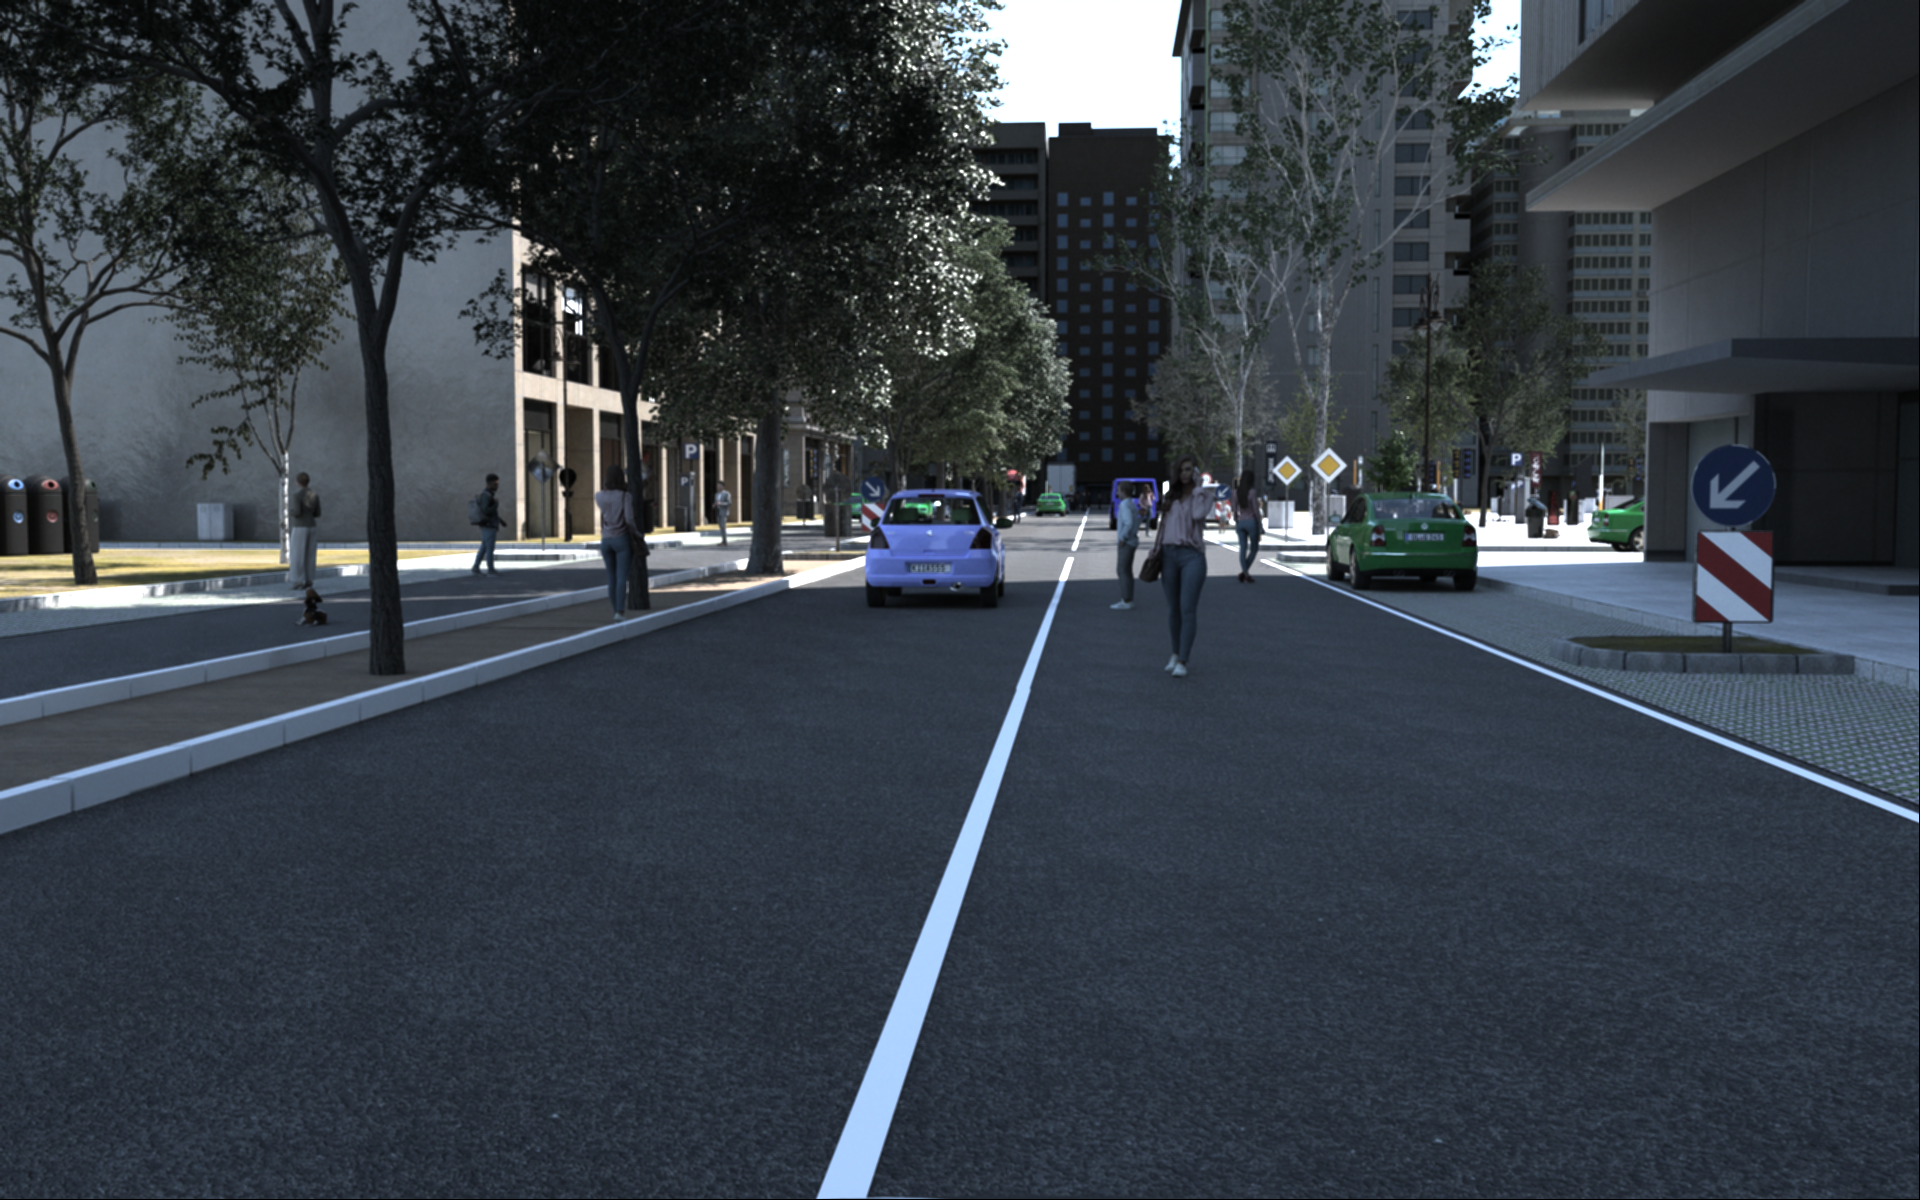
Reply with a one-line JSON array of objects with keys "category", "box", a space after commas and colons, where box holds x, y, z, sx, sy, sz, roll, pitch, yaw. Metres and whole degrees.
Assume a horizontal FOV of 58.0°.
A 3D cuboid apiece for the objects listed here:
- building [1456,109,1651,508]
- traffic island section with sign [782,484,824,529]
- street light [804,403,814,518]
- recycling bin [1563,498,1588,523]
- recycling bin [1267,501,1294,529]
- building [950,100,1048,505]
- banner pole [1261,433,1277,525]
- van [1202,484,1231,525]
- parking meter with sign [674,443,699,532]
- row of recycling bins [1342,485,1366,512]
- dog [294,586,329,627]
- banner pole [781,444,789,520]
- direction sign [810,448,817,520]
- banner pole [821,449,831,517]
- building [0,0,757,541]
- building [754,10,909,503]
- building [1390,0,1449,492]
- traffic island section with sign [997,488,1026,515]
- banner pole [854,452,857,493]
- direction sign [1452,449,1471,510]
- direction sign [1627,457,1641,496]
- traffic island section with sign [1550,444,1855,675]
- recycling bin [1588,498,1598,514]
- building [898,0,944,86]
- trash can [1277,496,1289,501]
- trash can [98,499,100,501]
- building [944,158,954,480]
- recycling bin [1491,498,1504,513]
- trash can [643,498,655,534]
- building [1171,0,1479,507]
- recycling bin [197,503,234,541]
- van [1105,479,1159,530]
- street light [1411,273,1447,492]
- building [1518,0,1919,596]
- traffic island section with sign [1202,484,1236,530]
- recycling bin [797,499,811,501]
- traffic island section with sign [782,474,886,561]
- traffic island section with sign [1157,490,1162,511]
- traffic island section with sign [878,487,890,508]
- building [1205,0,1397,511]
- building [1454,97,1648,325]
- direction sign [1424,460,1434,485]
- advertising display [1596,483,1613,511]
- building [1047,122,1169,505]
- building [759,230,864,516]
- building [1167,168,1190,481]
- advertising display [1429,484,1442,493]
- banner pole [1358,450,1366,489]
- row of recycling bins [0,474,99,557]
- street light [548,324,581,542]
[{"category": "building", "box": [63.046, -29.512, 174.410, 23.993, 40.220, 32.217, 0, 4, 4]}, {"category": "traffic island section with sign", "box": [-6.385, -3.799, 70.741, 1.989, 1.847, 2.006, 0, 4, 4]}, {"category": "street light", "box": [-7.435, -6.962, 86.610, 0.468, 5.910, 1.993, 0, 4, 4]}, {"category": "recycling bin", "box": [27.479, -3.972, 77.491, 0.722, 1.027, 0.722, 0, 4, -1]}, {"category": "recycling bin", "box": [11.795, -3.126, 63.659, 0.722, 1.027, 0.722, -3, 5, -41]}, {"category": "building", "box": [0.419, -36.243, 216.274, 21.600, 48.544, 21.300, 0, 4, 4]}, {"category": "banner pole", "box": [12.664, -4.976, 71.371, 0.863, 3.779, 0.401, -1, 4, -10]}, {"category": "van", "box": [10.407, -4.023, 72.790, 2.013, 2.044, 4.112, 0, 4, 5]}, {"category": "parking meter with sign", "box": [-9.304, -3.827, 58.825, 0.543, 3.016, 1.738, 0, 4, 4]}, {"category": "row of recycling bins", "box": [17.610, -4.319, 77.727, 1.069, 1.692, 3.534, 1, 4, 9]}, {"category": "dog", "box": [-7.202, 0.068, 19.079, 0.550, 0.427, 0.748, 1, 4, 10]}, {"category": "banner pole", "box": [-8.655, -5.841, 85.521, 0.401, 3.779, 0.863, -3, 4, -37]}, {"category": "direction sign", "box": [-7.186, -5.670, 84.698, 0.379, 3.537, 0.876, 1, 4, 15]}, {"category": "banner pole", "box": [-7.440, -6.478, 95.930, 0.863, 3.779, 0.401, 3, 5, 40]}, {"category": "building", "box": [-20.394, -15.888, 64.286, 19.350, 26.468, 34.151, 0, 4, 4]}, {"category": "building", "box": [-16.193, -31.628, 136.733, 23.786, 49.044, 30.456, 0, 4, 4]}, {"category": "building", "box": [30.944, -43.787, 154.169, 20.563, 71.187, 20.611, 0, 4, 4]}, {"category": "traffic island section with sign", "box": [3.585, -6.861, 120.314, 2.006, 1.907, 1.989, 0, 4, 4]}, {"category": "banner pole", "box": [-6.234, -6.969, 103.953, 0.401, 3.779, 0.863, -1, 4, -12]}, {"category": "direction sign", "box": [25.056, -5.785, 86.574, 0.876, 3.537, 0.379, 1, 4, 21]}, {"category": "direction sign", "box": [41.399, -6.998, 106.420, 0.876, 3.537, 0.379, -1, 4, -13]}, {"category": "traffic island section with sign", "box": [6.144, -0.369, 14.657, 1.989, 1.847, 2.006, 0, 4, 4]}, {"category": "recycling bin", "box": [41.410, -6.166, 113.360, 0.722, 1.027, 0.722, -2, 4, -34]}, {"category": "building", "box": [-13.038, -32.958, 162.572, 21.300, 48.544, 21.600, 0, 4, 4]}, {"category": "trash can", "box": [20.512, -6.017, 110.039, 0.748, 1.137, 0.748, 0, 3, 0]}, {"category": "trash can", "box": [-24.106, -2.208, 47.748, 0.748, 1.137, 0.748, 0, 3, 0]}, {"category": "building", "box": [-7.751, -30.938, 189.428, 14.086, 41.232, 14.154, 0, 4, 4]}, {"category": "recycling bin", "box": [36.151, -6.346, 116.311, 0.722, 1.027, 0.722, -3, 5, -41]}, {"category": "trash can", "box": [-10.248, -2.724, 56.186, 0.748, 1.137, 0.748, 0, 3, 0]}, {"category": "building", "box": [36.725, -36.061, 178.833, 28.713, 52.752, 27.495, 0, 4, 4]}, {"category": "recycling bin", "box": [-20.377, -2.132, 47.417, 0.722, 1.027, 0.722, 0, 4, -2]}, {"category": "van", "box": [7.105, -4.080, 71.087, 2.240, 2.365, 5.245, 0, 4, 4]}, {"category": "street light", "box": [9.803, -3.886, 36.326, 0.468, 5.910, 1.993, 0, 4, 4]}, {"category": "building", "box": [23.111, -26.246, 18.354, 28.713, 52.752, 27.495, 0, 4, 4]}, {"category": "traffic island section with sign", "box": [10.383, -3.719, 69.441, 1.989, 1.847, 2.006, 0, 4, 4]}, {"category": "recycling bin", "box": [-8.088, -4.780, 90.714, 0.722, 1.027, 0.722, -1, 4, -20]}, {"category": "traffic island section with sign", "box": [-2.775, -1.827, 38.013, 2.006, 1.907, 1.989, 0, 4, 4]}, {"category": "traffic island section with sign", "box": [16.323, -8.425, 146.369, 1.989, 1.847, 2.006, 0, 4, 4]}, {"category": "traffic island section with sign", "box": [-4.291, -5.455, 97.813, 1.989, 1.847, 2.006, 0, 4, 4]}, {"category": "building", "box": [26.366, -27.782, 137.837, 14.154, 41.232, 14.086, 0, 4, 4]}, {"category": "building", "box": [69.049, -36.202, 211.512, 30.456, 49.044, 23.786, 0, 4, 4]}, {"category": "direction sign", "box": [31.570, -7.629, 116.723, 0.379, 3.537, 0.876, -2, 4, -29]}, {"category": "advertising display", "box": [36.996, -5.766, 99.483, 0.123, 1.923, 0.974, -3, 5, -41]}, {"category": "building", "box": [17.995, -34.336, 211.500, 14.200, 45.320, 14.600, 0, 4, 4]}, {"category": "building", "box": [-13.307, -15.313, 101.271, 10.553, 20.767, 40.483, 0, 4, 4]}, {"category": "building", "box": [32.321, -32.185, 209.815, 14.086, 41.232, 14.154, 0, 4, 4]}, {"category": "advertising display", "box": [30.131, -6.399, 109.843, 0.974, 1.923, 0.123, -1, 4, -22]}, {"category": "banner pole", "box": [22.716, -6.597, 97.883, 0.863, 3.779, 0.401, -3, 5, -42]}, {"category": "row of recycling bins", "box": [-19.623, -1.782, 36.241, 1.069, 1.692, 3.534, 1, 4, 18]}, {"category": "street light", "box": [-10.585, -4.508, 46.498, 0.468, 5.910, 1.993, 0, 4, 4]}]
